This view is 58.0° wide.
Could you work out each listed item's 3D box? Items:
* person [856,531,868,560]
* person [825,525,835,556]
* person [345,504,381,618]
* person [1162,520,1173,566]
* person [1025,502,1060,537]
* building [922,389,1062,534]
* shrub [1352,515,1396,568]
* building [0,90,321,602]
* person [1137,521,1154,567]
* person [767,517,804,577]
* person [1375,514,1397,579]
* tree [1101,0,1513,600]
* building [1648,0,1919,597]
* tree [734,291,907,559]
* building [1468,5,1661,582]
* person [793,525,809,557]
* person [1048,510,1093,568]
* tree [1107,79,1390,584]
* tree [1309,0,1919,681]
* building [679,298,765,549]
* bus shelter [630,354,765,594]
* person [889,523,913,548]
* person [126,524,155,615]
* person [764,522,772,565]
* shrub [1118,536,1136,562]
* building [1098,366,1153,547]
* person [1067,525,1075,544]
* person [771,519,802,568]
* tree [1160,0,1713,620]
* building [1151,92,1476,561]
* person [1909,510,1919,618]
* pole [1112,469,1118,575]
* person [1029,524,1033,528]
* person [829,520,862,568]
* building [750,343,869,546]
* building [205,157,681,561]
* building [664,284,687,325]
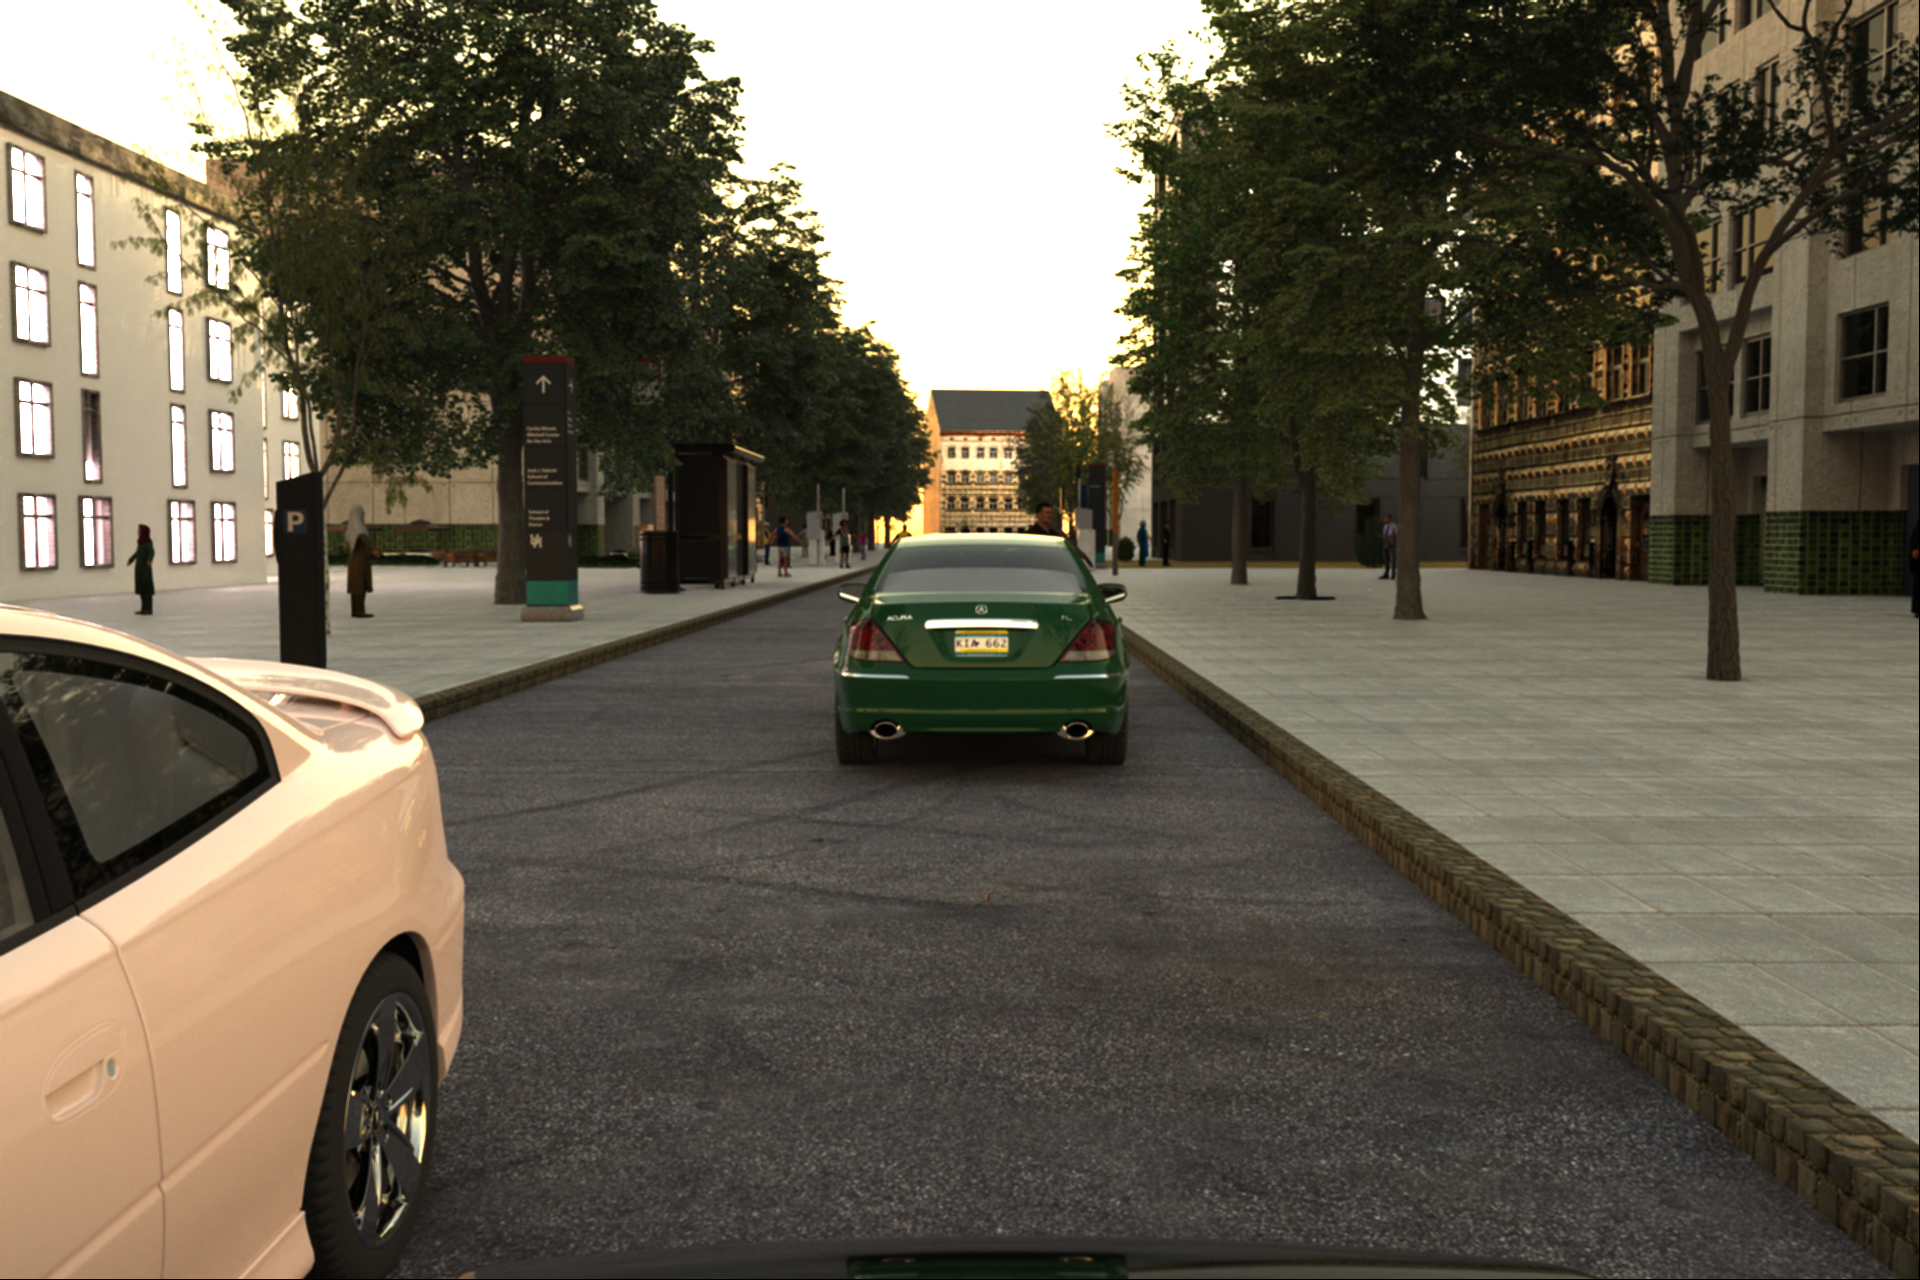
[{"bbox_3d":[-4.833,-4.667,85.565,0.599,1.433,0.991,-3,5,-40],"label":"person"},{"bbox_3d":[-7.585,-5.902,102.681,0.705,1.806,1.347,-3,5,-40],"label":"person"},{"bbox_3d":[-9.211,-1.223,26.769,0.721,1.736,1.217,-3,4,-36],"label":"person"},{"bbox_3d":[8.379,-3.927,70.147,0.705,1.837,1.347,1,4,18],"label":"person"},{"bbox_3d":[1.032,-0.755,20.936,1.346,1.812,0.704,-3,5,-41],"label":"person"},{"bbox_3d":[4.545,-26.203,261.810,18.063,23.208,19.493,-1,4,-9],"label":"building"},{"bbox_3d":[15.690,-3.744,65.641,1.690,2.028,1.600,0,3,0],"label":"shrub"},{"bbox_3d":[-22.565,-6.302,45.184,9.099,9.664,28.070,0,4,0],"label":"building"},{"bbox_3d":[7.264,-3.811,68.440,0.704,1.817,1.347,-1,4,-19],"label":"person"},{"bbox_3d":[-5.304,-2.811,52.127,1.345,1.807,0.704,2,4,31],"label":"person"},{"bbox_3d":[12.047,-2.635,48.988,0.599,1.838,0.709,-2,4,-28],"label":"person"},{"bbox_3d":[6.715,-6.596,33.607,9.928,11.665,9.643,0,3,0],"label":"tree"},{"bbox_3d":[25.806,-9.897,28.277,16.747,18.905,31.486,0,4,1],"label":"building"},{"bbox_3d":[-7.174,-11.091,87.995,9.857,13.997,8.962,0,3,0],"label":"tree"},{"bbox_3d":[27.679,-13.611,53.469,19.493,23.208,18.063,0,4,1],"label":"building"},{"bbox_3d":[-8.557,-5.459,95.440,1.347,1.806,0.705,-3,4,-36],"label":"person"},{"bbox_3d":[1.530,-1.167,27.668,1.348,1.813,0.705,3,5,42],"label":"person"},{"bbox_3d":[7.350,-7.673,43.573,7.486,12.596,7.792,0,3,0],"label":"tree"},{"bbox_3d":[6.930,-4.942,15.209,8.767,10.594,7.601,2,4,32],"label":"tree"},{"bbox_3d":[-26.446,-18.963,140.974,19.493,23.208,18.063,0,4,1],"label":"building"},{"bbox_3d":[-6.241,-3.895,41.320,2.179,5.291,8.768,0,4,0],"label":"bus shelter"},{"bbox_3d":[-2.081,-3.500,65.656,1.349,1.833,0.705,1,4,18],"label":"person"},{"bbox_3d":[-13.068,-1.125,27.613,0.599,1.438,0.989,-3,5,-44],"label":"person"},{"bbox_3d":[-7.926,-4.003,71.913,0.721,1.772,1.216,0,4,-5],"label":"person"},{"bbox_3d":[7.723,-4.269,80.909,1.383,1.207,1.383,0,3,0],"label":"shrub"},{"bbox_3d":[24.691,-19.838,190.811,16.747,18.905,31.486,0,4,0],"label":"building"},{"bbox_3d":[6.629,-5.806,101.199,1.348,1.796,0.705,-1,4,-12],"label":"person"},{"bbox_3d":[-6.575,-3.643,65.414,1.347,1.847,0.705,-2,4,-34],"label":"person"},{"bbox_3d":[6.826,-6.557,25.333,7.486,12.596,7.792,0,3,0],"label":"tree"},{"bbox_3d":[24.455,-15.455,96.667,27.936,21.610,32.646,0,4,1],"label":"building"},{"bbox_3d":[14.787,-1.196,26.344,1.214,1.737,0.721,-3,4,-36],"label":"person"},{"bbox_3d":[4.850,-3.684,54.081,0.158,3.312,0.155,0,3,0],"label":"pole"},{"bbox_3d":[3.820,-5.312,93.072,0.704,1.802,1.346,2,4,27],"label":"person"},{"bbox_3d":[-4.337,-3.611,65.184,1.345,1.843,0.704,-2,4,-28],"label":"person"},{"bbox_3d":[-24.889,-21.580,196.804,27.936,21.610,32.646,0,4,1],"label":"building"},{"bbox_3d":[-26.779,-14.131,97.506,16.747,18.905,31.486,0,4,1],"label":"building"},{"bbox_3d":[-25.398,-15.910,116.552,16.016,20.090,11.380,0,4,1],"label":"building"}]
